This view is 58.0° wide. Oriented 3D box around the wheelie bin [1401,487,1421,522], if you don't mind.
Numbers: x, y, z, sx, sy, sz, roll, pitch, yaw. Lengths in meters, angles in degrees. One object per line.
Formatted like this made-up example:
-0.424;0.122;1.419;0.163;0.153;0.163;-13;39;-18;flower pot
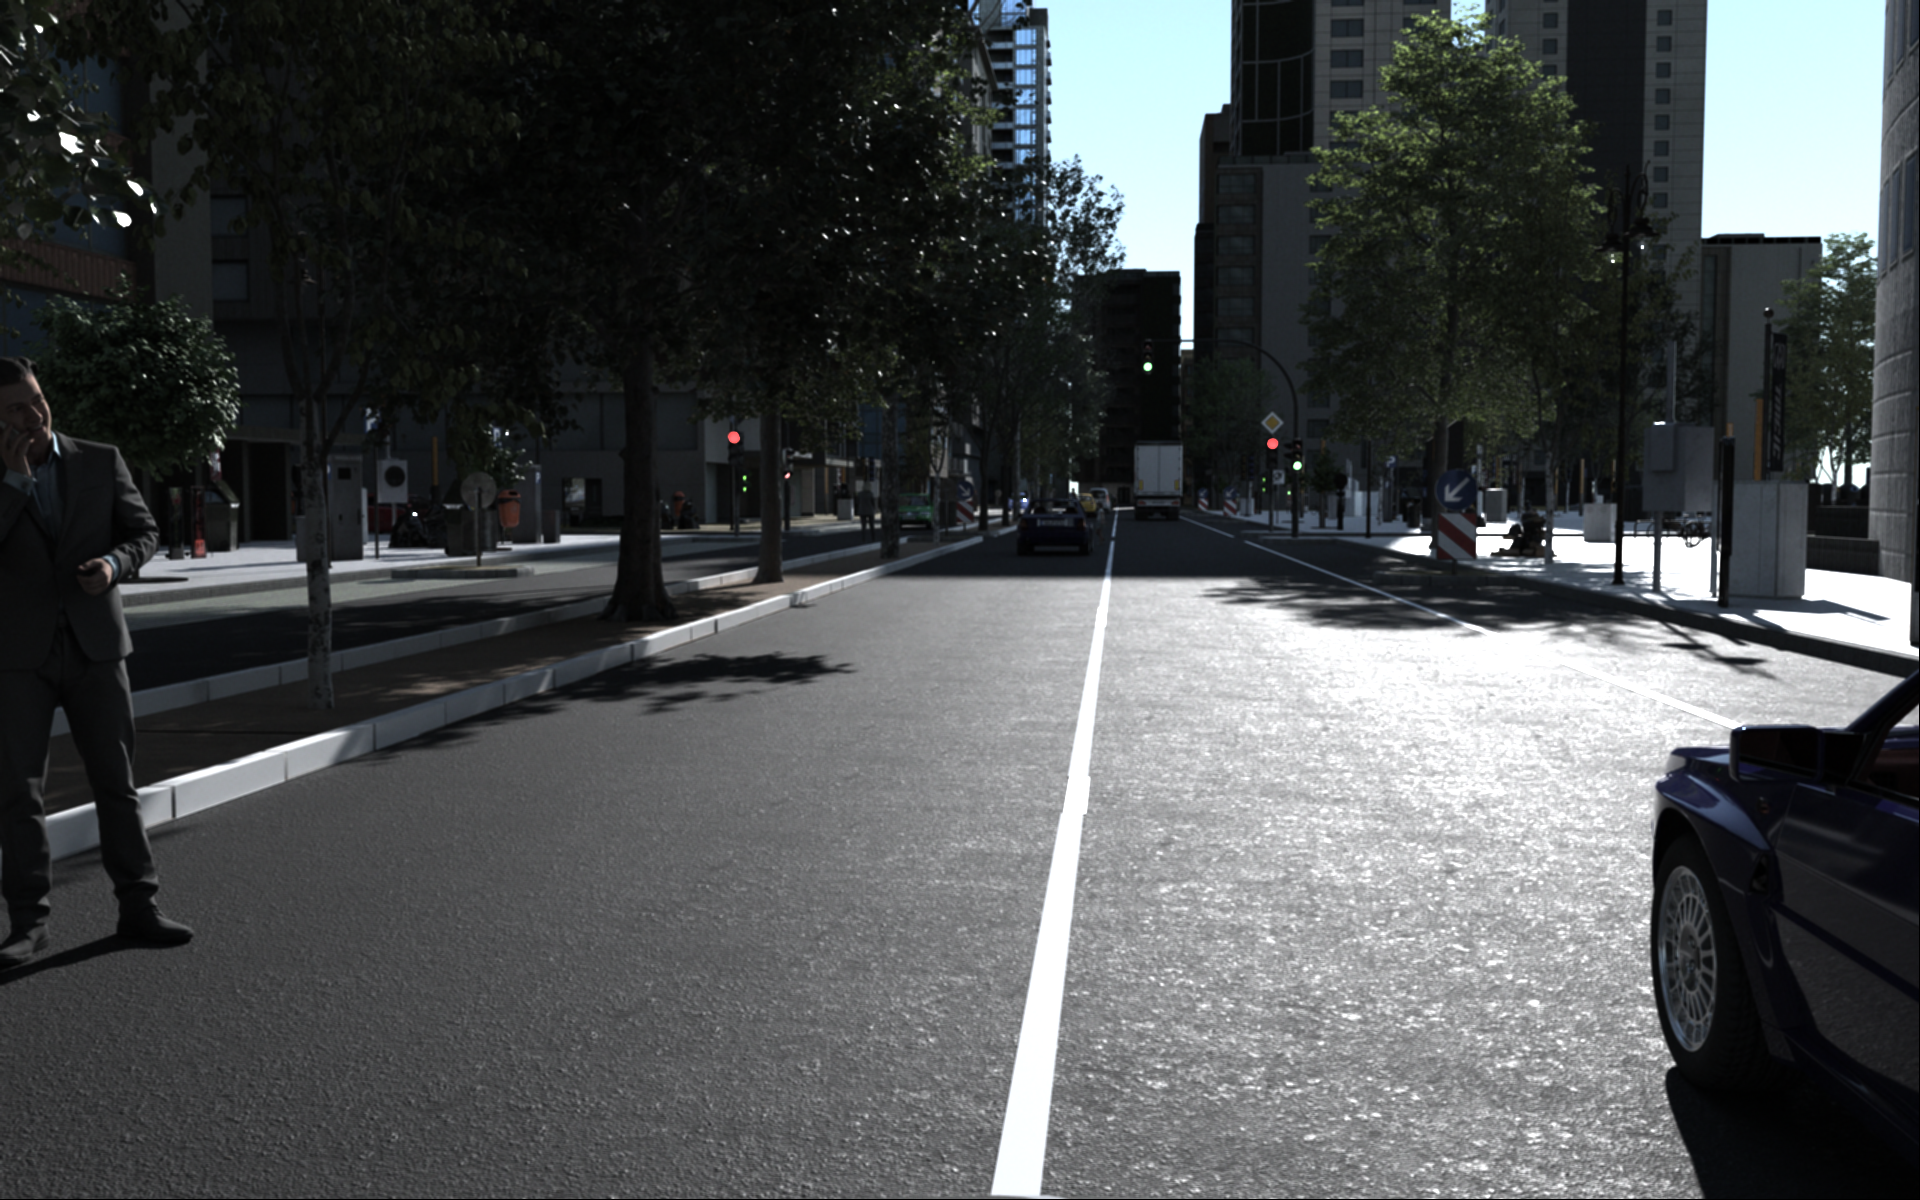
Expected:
20.581;-4.362;79.229;0.980;1.594;0.693;-2;4;-27;wheelie bin

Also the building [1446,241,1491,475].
52.010;-26.105;198.521;14.107;30.474;14.160;0;4;5;building

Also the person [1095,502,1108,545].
4.024;-2.167;48.939;0.382;1.210;0.505;0;4;-7;person

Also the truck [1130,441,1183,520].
11.026;-6.628;97.278;2.839;4.237;11.283;0;4;5;truck

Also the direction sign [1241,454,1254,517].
16.374;-6.526;98.700;0.876;3.537;0.379;3;5;42;direction sign

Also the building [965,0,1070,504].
-0.940;-56.096;229.843;31.000;86.520;22.319;0;4;5;building

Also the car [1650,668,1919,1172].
2.490;0.589;2.946;1.945;1.354;3.894;0;4;6;car

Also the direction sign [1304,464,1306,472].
25.667;-8.370;128.850;0.379;3.537;0.876;0;4;3;direction sign

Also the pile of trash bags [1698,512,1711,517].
42.202;-5.472;99.226;3.447;1.369;1.912;1;4;8;pile of trash bags

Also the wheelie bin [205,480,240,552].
-16.536;-1.882;38.685;0.693;1.594;0.980;0;4;-4;wheelie bin

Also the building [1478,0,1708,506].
69.090;-46.190;193.456;20.611;71.187;20.563;0;4;5;building

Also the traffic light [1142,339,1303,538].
7.723;-4.657;50.812;4.771;5.953;1.251;0;4;5;traffic light

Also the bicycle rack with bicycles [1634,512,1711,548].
18.165;-1.787;42.604;2.925;0.926;2.852;-1;4;-19;bicycle rack with bicycles

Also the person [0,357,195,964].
-2.761;0.179;5.373;0.655;1.846;0.447;-2;4;-35;person

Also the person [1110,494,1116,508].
15.722;-10.180;178.169;0.697;1.427;0.421;2;4;26;person

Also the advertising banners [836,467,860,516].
-6.429;-6.324;99.588;0.090;3.025;2.074;3;5;41;advertising banners

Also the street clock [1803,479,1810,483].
41.179;-4.875;84.284;0.358;2.002;0.471;3;5;42;street clock

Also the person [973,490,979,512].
1.316;-8.014;140.086;0.434;1.755;0.990;2;4;24;person

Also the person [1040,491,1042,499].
8.027;-10.085;174.208;0.721;1.723;1.217;3;5;42;person

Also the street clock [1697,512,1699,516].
40.354;-5.523;94.864;0.471;2.002;0.358;0;4;8;street clock

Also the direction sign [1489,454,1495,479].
30.409;-6.549;99.067;0.379;3.537;0.876;3;4;38;direction sign

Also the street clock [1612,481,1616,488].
35.623;-5.463;93.888;0.358;2.002;0.471;-3;5;-39;street clock

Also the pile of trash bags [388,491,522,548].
-12.119;-1.994;42.356;1.912;1.369;3.447;2;4;33;pile of trash bags

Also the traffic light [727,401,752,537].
-6.729;-3.874;52.263;0.839;4.253;0.868;0;4;5;traffic light

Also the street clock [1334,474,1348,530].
13.541;-3.490;61.624;0.471;2.002;0.358;0;4;6;street clock

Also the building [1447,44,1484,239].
73.269;-41.646;222.909;28.212;58.520;21.231;0;4;5;building

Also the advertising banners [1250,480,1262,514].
18.832;-6.978;110.279;0.090;3.025;2.074;-1;4;-10;advertising banners

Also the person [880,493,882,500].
-3.480;-4.414;80.939;0.520;1.790;0.573;1;4;14;person

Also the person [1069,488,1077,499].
6.727;-5.769;102.909;0.616;1.811;0.778;2;4;29;person

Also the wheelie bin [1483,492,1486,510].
35.663;-6.673;117.006;0.693;1.594;0.980;0;4;3;wheelie bin

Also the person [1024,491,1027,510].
5.822;-9.026;156.752;0.721;1.739;1.217;0;4;-2;person

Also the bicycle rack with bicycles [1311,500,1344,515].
23.204;-5.663;105.966;2.852;0.926;2.925;-1;4;-22;bicycle rack with bicycles

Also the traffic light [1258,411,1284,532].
10.546;-4.269;58.713;0.839;4.253;0.868;0;4;5;traffic light

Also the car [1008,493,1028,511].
4.887;-8.261;144.654;1.945;1.707;3.694;0;4;4;car

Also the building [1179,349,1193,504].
43.935;-23.588;230.710;28.899;21.520;27.650;0;4;5;building

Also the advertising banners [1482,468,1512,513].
35.517;-7.255;114.805;2.074;3.025;0.090;0;4;1;advertising banners

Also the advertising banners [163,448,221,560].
-15.216;-2.342;34.483;0.090;3.025;2.074;0;4;8;advertising banners

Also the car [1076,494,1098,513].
8.326;-6.522;116.858;2.015;1.641;3.980;0;4;5;car

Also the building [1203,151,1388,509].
28.938;-23.148;150.176;14.160;30.474;14.107;0;4;5;building

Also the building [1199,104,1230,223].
34.644;-33.586;199.247;14.600;45.320;14.200;0;4;5;building

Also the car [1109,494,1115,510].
13.321;-9.106;160.675;2.131;1.459;4.920;0;4;6;car

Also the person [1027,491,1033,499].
8.049;-11.645;198.880;0.705;1.826;1.348;2;4;31;person

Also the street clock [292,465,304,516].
-16.282;-2.332;42.703;0.358;2.002;0.471;-3;4;-37;street clock

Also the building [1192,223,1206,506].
31.987;-25.323;185.732;14.160;30.474;14.107;0;4;5;building

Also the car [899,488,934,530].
-1.886;-3.798;70.892;1.959;1.807;4.718;0;4;3;car

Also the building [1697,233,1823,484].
87.327;-25.947;195.927;14.107;30.474;14.160;0;4;5;building

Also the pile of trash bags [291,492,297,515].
-25.451;-3.657;69.536;3.447;1.369;1.912;-2;4;-27;pile of trash bags

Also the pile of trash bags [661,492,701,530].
-10.486;-3.310;63.869;1.912;1.369;3.447;0;4;-5;pile of trash bags

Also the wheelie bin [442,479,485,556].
-10.260;-1.709;35.852;0.980;1.594;0.693;2;4;33;wheelie bin

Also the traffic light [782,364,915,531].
-3.906;-5.223;60.058;4.771;5.953;1.251;0;4;5;traffic light

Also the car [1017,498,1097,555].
2.332;-1.797;41.953;1.945;1.354;3.894;0;4;6;car

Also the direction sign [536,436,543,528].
-15.722;-4.439;64.579;0.379;3.537;0.876;0;4;-7;direction sign

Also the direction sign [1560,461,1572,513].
40.998;-7.657;117.186;0.379;3.537;0.876;-3;4;-37;direction sign

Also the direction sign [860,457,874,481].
-5.672;-6.965;105.880;0.876;3.537;0.379;0;4;5;direction sign

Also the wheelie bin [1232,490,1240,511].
20.811;-7.551;131.359;0.980;1.594;0.693;3;5;40;wheelie bin

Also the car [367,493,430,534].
-18.183;-2.921;56.799;4.494;1.783;2.155;0;4;6;car

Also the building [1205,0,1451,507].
34.639;-44.531;166.330;20.563;71.187;20.611;0;4;5;building

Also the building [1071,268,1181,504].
21.462;-27.731;225.102;14.107;30.474;14.160;0;4;5;building

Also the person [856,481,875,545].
-2.630;-2.438;48.542;0.537;1.800;0.526;1;4;13;person
